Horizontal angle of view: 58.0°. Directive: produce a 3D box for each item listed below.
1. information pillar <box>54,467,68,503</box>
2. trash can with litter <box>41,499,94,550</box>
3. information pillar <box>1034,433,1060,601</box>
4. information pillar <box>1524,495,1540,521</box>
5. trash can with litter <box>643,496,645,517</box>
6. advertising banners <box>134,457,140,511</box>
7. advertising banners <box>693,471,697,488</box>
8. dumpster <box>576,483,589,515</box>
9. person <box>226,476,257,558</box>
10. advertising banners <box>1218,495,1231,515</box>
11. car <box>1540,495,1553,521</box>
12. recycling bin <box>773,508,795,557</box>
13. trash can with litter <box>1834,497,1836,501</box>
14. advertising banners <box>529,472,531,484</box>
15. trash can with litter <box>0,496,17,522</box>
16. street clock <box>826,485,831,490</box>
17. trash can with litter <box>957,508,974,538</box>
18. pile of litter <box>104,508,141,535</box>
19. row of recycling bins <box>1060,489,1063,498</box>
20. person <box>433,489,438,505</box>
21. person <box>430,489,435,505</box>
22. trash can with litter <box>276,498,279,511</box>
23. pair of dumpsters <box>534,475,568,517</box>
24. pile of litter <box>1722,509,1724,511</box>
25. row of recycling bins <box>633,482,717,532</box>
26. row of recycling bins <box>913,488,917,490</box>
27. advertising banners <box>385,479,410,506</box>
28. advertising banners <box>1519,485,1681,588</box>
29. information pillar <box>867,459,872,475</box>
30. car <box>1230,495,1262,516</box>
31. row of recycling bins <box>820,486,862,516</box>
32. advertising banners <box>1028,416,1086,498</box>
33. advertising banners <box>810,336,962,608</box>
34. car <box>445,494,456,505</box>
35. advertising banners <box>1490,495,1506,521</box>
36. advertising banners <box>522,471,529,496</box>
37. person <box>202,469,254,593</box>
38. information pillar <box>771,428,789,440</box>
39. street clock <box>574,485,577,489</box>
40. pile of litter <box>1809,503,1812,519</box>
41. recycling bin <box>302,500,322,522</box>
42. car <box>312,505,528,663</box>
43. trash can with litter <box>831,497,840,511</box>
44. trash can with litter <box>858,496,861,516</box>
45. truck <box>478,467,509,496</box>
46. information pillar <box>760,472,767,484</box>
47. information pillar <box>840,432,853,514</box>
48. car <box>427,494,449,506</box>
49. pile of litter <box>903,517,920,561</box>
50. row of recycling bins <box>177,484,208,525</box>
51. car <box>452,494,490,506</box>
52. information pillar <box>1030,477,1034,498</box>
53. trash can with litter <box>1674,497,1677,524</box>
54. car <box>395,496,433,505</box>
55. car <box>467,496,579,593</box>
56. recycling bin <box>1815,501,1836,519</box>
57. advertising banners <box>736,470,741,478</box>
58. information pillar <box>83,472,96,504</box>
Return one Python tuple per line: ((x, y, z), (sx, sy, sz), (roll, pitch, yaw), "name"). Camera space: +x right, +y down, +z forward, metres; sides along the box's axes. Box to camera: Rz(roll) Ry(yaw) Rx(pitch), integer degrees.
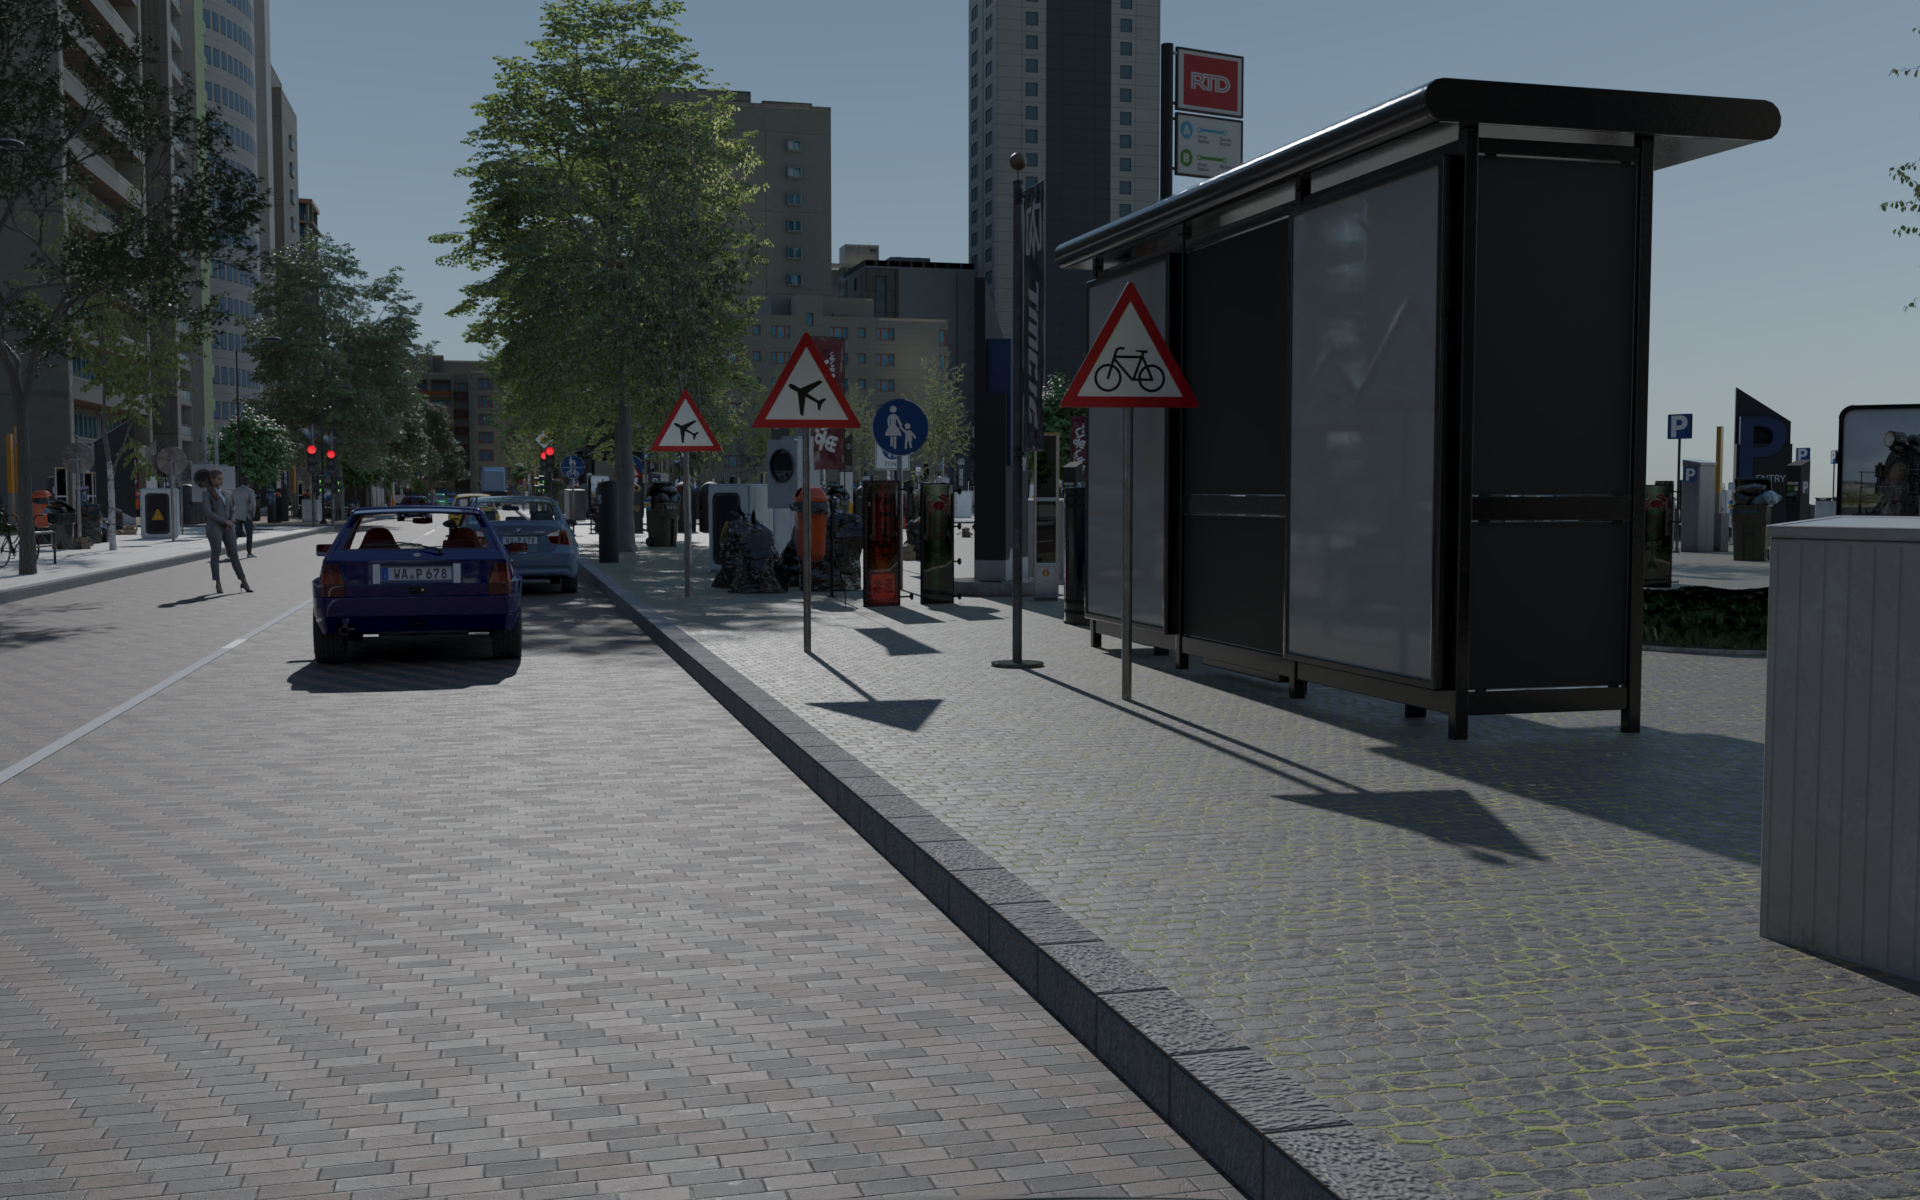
((-24.690, -2.636, 47.592), (0.304, 2.012, 0.304), (-2, 4, -32), "information pillar")
((-20.624, -1.753, 40.042), (0.624, 1.170, 1.055), (1, 4, 15), "trash can with litter")
((1.043, -1.003, 20.893), (0.304, 2.012, 0.304), (0, 4, 4), "information pillar")
((13.579, -2.240, 41.111), (0.304, 2.012, 0.304), (2, 4, 34), "information pillar")
((-17.781, -5.151, 95.605), (0.624, 1.170, 1.055), (2, 4, 29), "trash can with litter")
((-37.043, -5.080, 79.249), (2.074, 3.025, 0.090), (0, 4, -1), "advertising banners")
((-20.795, -8.393, 133.407), (0.090, 3.025, 2.074), (2, 4, 24), "advertising banners")
((-19.163, -5.109, 89.295), (1.264, 1.857, 1.865), (-1, 4, -15), "dumpster")
((-16.084, -1.862, 38.794), (0.661, 1.843, 0.795), (1, 4, 11), "person")
((9.020, -4.136, 63.818), (2.074, 3.025, 0.090), (0, 4, 2), "advertising banners")
((29.881, -4.554, 86.465), (4.499, 1.417, 2.014), (-1, 4, -17), "car")
((-3.362, -1.215, 32.424), (0.722, 1.027, 0.722), (-3, 4, -38), "recycling bin")
((42.268, -4.458, 83.940), (1.678, 1.210, 2.233), (-3, 5, -39), "trash can with litter")
((-33.385, -8.557, 136.094), (0.090, 3.025, 2.074), (2, 4, 24), "advertising banners")
((-43.862, -4.180, 79.403), (2.233, 1.210, 1.678), (1, 4, 10), "trash can with litter")
((-10.892, -8.530, 144.031), (0.471, 2.002, 0.358), (2, 4, 25), "street clock")
((0.463, -2.435, 51.207), (1.055, 1.170, 0.624), (-1, 4, -9), "trash can with litter")
((-26.464, -2.482, 54.549), (1.719, 0.858, 1.176), (-2, 4, -29), "pile of litter")
((9.608, -8.818, 151.294), (3.534, 1.692, 1.069), (3, 4, 37), "row of recycling bins")
((-39.680, -7.443, 130.381), (0.709, 1.800, 0.728), (1, 4, 9), "person")
((-39.203, -7.336, 128.538), (0.767, 1.812, 0.694), (-2, 4, -28), "person")
((-32.368, -4.338, 82.316), (0.624, 1.170, 1.055), (-3, 5, -40), "trash can with litter")
((-20.626, -5.194, 87.415), (1.574, 2.255, 4.437), (-1, 4, -15), "pair of dumpsters")
((27.639, -3.039, 63.650), (1.176, 0.858, 1.719), (-2, 4, -27), "pile of litter")
((-9.836, -3.161, 58.795), (3.534, 1.692, 1.069), (-1, 4, -13), "row of recycling bins")
((-3.641, -8.598, 147.693), (1.069, 1.692, 3.534), (-1, 4, -23), "row of recycling bins")
((-46.867, -9.073, 144.528), (2.074, 3.025, 0.090), (-1, 4, -19), "advertising banners")
((8.875, -1.702, 24.011), (2.074, 3.025, 0.090), (2, 4, 24), "advertising banners")
((-6.065, -7.660, 116.590), (0.183, 3.616, 0.504), (-3, 4, -37), "information pillar")
((13.299, -4.119, 79.707), (4.827, 1.381, 2.083), (-1, 4, -16), "car")
((-5.814, -4.761, 84.948), (3.534, 1.692, 1.069), (2, 4, 31), "row of recycling bins")
((2.013, -2.623, 39.078), (2.074, 3.025, 0.090), (2, 4, 28), "advertising banners")
((-0.867, -1.440, 19.728), (2.074, 3.025, 0.090), (-2, 4, -33), "advertising banners")
((-59.051, -11.706, 200.987), (1.945, 1.707, 3.694), (-1, 4, -13), "car")
((9.620, -2.154, 31.403), (2.074, 3.025, 0.090), (1, 4, 10), "advertising banners")
((-33.454, -8.362, 132.906), (0.090, 3.025, 2.074), (-1, 4, -9), "advertising banners")
((-10.594, -0.994, 25.034), (0.573, 1.790, 0.520), (1, 4, 9), "person")
((-4.665, -3.270, 44.821), (0.504, 3.616, 0.183), (-1, 4, -12), "information pillar")
((-31.511, -8.398, 141.870), (0.358, 2.002, 0.471), (-2, 4, -35), "street clock")
((39.745, -4.074, 80.581), (1.176, 0.858, 1.719), (0, 4, -6), "pile of litter")
((-29.636, -4.076, 79.195), (0.722, 1.027, 0.722), (0, 4, -7), "recycling bin")
((-5.016, -0.220, 16.171), (1.945, 1.354, 3.894), (-1, 4, -16), "car")
((-4.905, -2.585, 53.321), (1.678, 1.210, 2.233), (2, 4, 26), "trash can with litter")
((-4.065, -4.256, 80.648), (2.233, 1.210, 1.678), (-1, 4, -20), "trash can with litter")
((-45.189, -10.925, 168.384), (2.967, 4.110, 18.799), (-1, 4, -16), "truck")
((-6.488, -3.266, 57.892), (0.304, 2.012, 0.304), (-2, 4, -31), "information pillar")
((-4.253, -4.506, 65.027), (0.504, 3.616, 0.183), (-1, 4, -18), "information pillar")
((-42.993, -8.162, 142.250), (1.959, 1.807, 4.718), (-1, 4, -13), "car")
((-1.059, -1.223, 33.955), (1.176, 0.858, 1.719), (-1, 4, -10), "pile of litter")
((-32.867, -4.095, 74.070), (1.069, 1.692, 3.534), (-1, 4, -14), "row of recycling bins")
((-16.973, -3.069, 60.406), (2.015, 1.641, 3.980), (-1, 4, -17), "car")
((6.312, -9.819, 151.894), (0.504, 3.616, 0.183), (-2, 4, -34), "information pillar")
((23.964, -2.919, 59.107), (1.055, 1.170, 0.624), (3, 4, 37), "trash can with litter")
((-29.525, -4.966, 93.780), (1.945, 1.354, 3.894), (-1, 4, -14), "car")
((-6.762, -0.866, 26.158), (2.014, 1.417, 4.499), (-1, 4, -17), "car")
((31.036, -3.024, 61.994), (0.722, 1.027, 0.722), (2, 4, 32), "recycling bin")
((-16.734, -8.023, 127.365), (0.090, 3.025, 2.074), (-3, 5, -44), "advertising banners")
((-29.481, -3.315, 58.699), (0.304, 2.012, 0.304), (-1, 4, -11), "information pillar")
